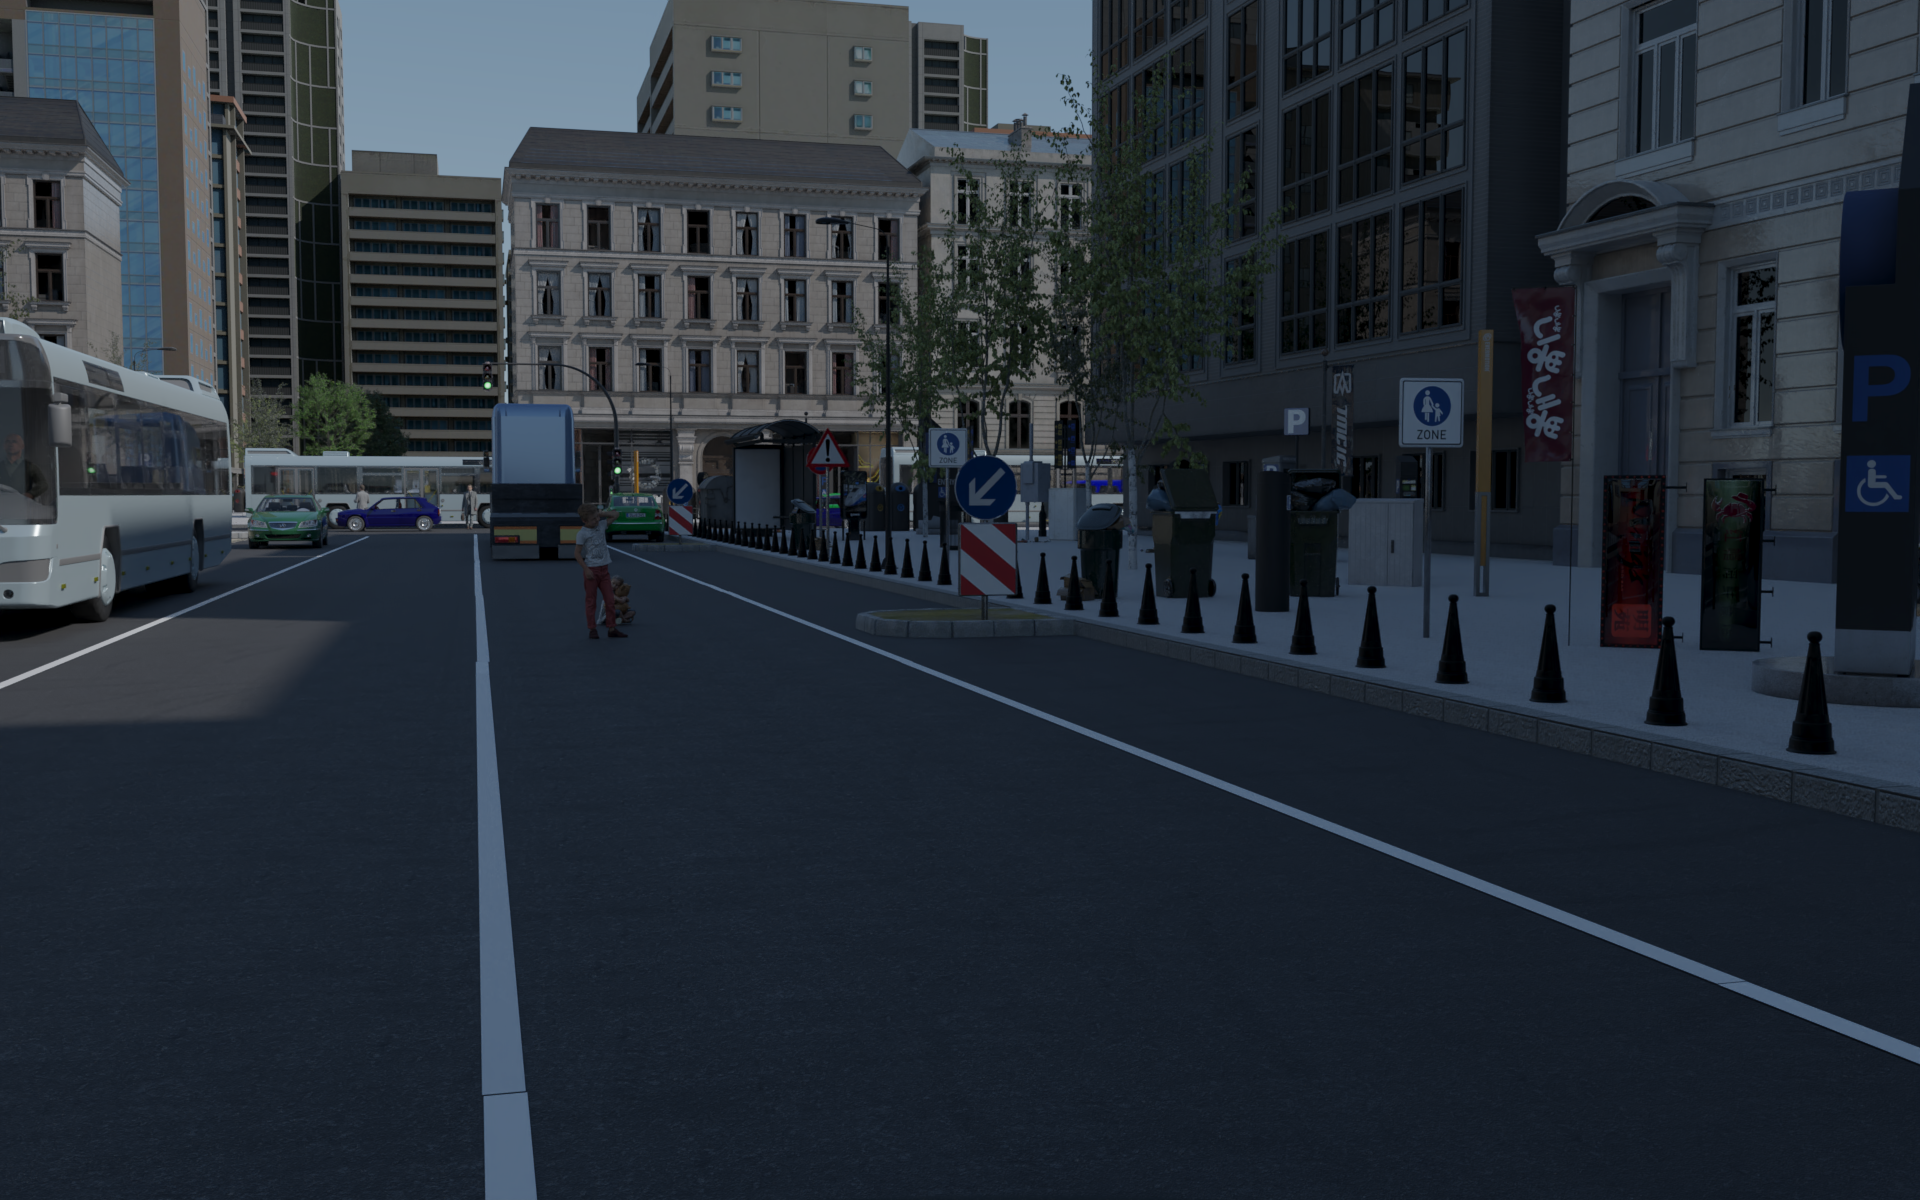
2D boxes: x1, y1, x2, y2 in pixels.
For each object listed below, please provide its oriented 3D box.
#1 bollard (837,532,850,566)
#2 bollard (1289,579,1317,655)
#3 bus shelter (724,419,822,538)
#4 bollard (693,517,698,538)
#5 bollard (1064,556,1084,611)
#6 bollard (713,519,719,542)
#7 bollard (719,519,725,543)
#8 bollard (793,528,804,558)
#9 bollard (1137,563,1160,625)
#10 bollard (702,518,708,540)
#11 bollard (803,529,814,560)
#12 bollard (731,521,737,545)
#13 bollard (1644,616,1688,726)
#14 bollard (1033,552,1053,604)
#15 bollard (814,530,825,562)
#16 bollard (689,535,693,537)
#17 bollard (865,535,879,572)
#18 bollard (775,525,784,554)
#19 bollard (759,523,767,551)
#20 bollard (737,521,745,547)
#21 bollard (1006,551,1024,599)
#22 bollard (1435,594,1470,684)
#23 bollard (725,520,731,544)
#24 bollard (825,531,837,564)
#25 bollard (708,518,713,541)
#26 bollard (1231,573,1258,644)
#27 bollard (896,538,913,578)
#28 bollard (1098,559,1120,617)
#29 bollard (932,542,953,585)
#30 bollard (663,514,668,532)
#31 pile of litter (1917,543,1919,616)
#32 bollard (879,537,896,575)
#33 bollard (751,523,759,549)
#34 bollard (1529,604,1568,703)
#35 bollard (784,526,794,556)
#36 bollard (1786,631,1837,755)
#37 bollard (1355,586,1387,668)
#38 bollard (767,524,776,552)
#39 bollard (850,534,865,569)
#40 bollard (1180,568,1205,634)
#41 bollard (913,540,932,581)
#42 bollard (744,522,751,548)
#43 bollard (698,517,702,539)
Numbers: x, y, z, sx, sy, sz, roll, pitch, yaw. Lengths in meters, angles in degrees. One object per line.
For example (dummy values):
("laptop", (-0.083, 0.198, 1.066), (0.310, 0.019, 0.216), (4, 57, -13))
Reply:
("bollard", (-1.999, -0.901, 30.775), (0.229, 0.601, 0.229), (0, 3, 0))
("bollard", (2.753, 0.132, 13.880), (0.229, 0.601, 0.229), (0, 3, 0))
("bus shelter", (-5.330, -3.396, 49.446), (2.014, 3.302, 5.546), (-1, 4, -16))
("bollard", (-7.628, -2.127, 50.818), (0.229, 0.601, 0.229), (0, 3, 0))
("bollard", (1.264, -0.191, 19.169), (0.229, 0.601, 0.229), (0, 3, 0))
("bollard", (-6.441, -1.868, 46.591), (0.229, 0.601, 0.229), (0, 3, 0))
("bollard", (-6.144, -1.804, 45.533), (0.229, 0.601, 0.229), (0, 3, 0))
("bollard", (-3.185, -1.160, 35.000), (0.229, 0.601, 0.229), (0, 3, 0))
("bollard", (1.857, -0.063, 17.064), (0.229, 0.601, 0.229), (0, 3, 0))
("bollard", (-7.044, -1.999, 48.719), (0.229, 0.601, 0.229), (0, 3, 0))
("bollard", (-2.891, -1.095, 33.950), (0.229, 0.601, 0.229), (0, 3, 0))
("bollard", (-5.549, -1.674, 43.413), (0.229, 0.601, 0.229), (0, 3, 0))
("bollard", (3.941, 0.391, 9.651), (0.229, 0.601, 0.229), (0, 3, 0))
("bollard", (0.968, -0.256, 20.230), (0.229, 0.601, 0.229), (0, 3, 0))
("bollard", (-2.592, -1.031, 32.893), (0.229, 0.601, 0.229), (0, 3, 0))
("bollard", (-7.923, -2.191, 51.867), (0.229, 0.601, 0.229), (0, 3, 0))
("bollard", (-1.398, -0.772, 28.664), (0.229, 0.601, 0.229), (0, 3, 0))
("bollard", (-3.772, -1.288, 37.102), (0.229, 0.601, 0.229), (0, 3, 0))
("bollard", (-4.366, -1.416, 39.199), (0.229, 0.601, 0.229), (0, 3, 0))
("bollard", (-5.257, -1.610, 42.364), (0.229, 0.601, 0.229), (0, 3, 0))
("bollard", (0.675, -0.320, 21.279), (0.229, 0.601, 0.229), (0, 3, 0))
("bollard", (3.348, 0.262, 11.766), (0.229, 0.601, 0.229), (0, 3, 0))
("bollard", (-5.850, -1.740, 44.484), (0.229, 0.601, 0.229), (0, 3, 0))
("bollard", (-2.294, -0.966, 31.842), (0.229, 0.601, 0.229), (0, 3, 0))
("bollard", (-6.739, -1.933, 47.652), (0.229, 0.601, 0.229), (0, 3, 0))
("bollard", (2.458, 0.068, 14.931), (0.229, 0.601, 0.229), (0, 3, 0))
("bollard", (-0.808, -0.643, 26.558), (0.229, 0.601, 0.229), (0, 3, 0))
("bollard", (1.559, -0.127, 18.120), (0.229, 0.601, 0.229), (0, 3, 0))
("bollard", (-0.218, -0.514, 24.449), (0.229, 0.601, 0.229), (0, 3, 0))
("bollard", (-10.294, -2.707, 60.308), (0.229, 0.601, 0.229), (0, 3, 0))
("pile of litter", (10.676, -0.279, 18.526), (1.719, 0.858, 1.176), (0, 4, 2))
("bollard", (-1.106, -0.707, 27.606), (0.229, 0.601, 0.229), (0, 3, 0))
("bollard", (-4.663, -1.481, 40.250), (0.229, 0.601, 0.229), (0, 3, 0))
("bollard", (3.644, 0.326, 10.708), (0.229, 0.601, 0.229), (0, 3, 0))
("bollard", (-3.480, -1.224, 36.053), (0.229, 0.601, 0.229), (0, 3, 0))
("bollard", (4.238, 0.455, 8.603), (0.229, 0.601, 0.229), (0, 3, 0))
("bollard", (3.048, 0.196, 12.832), (0.229, 0.601, 0.229), (0, 3, 0))
("bollard", (-4.069, -1.352, 38.150), (0.229, 0.601, 0.229), (0, 3, 0))
("bollard", (-1.703, -0.837, 29.726), (0.229, 0.601, 0.229), (0, 3, 0))
("bollard", (2.154, 0.002, 16.007), (0.229, 0.601, 0.229), (0, 3, 0))
("bollard", (-0.515, -0.579, 25.509), (0.229, 0.601, 0.229), (0, 3, 0))
("bollard", (-4.955, -1.546, 41.311), (0.229, 0.601, 0.229), (0, 3, 0))
("bollard", (-7.332, -2.063, 49.770), (0.229, 0.601, 0.229), (0, 3, 0))
